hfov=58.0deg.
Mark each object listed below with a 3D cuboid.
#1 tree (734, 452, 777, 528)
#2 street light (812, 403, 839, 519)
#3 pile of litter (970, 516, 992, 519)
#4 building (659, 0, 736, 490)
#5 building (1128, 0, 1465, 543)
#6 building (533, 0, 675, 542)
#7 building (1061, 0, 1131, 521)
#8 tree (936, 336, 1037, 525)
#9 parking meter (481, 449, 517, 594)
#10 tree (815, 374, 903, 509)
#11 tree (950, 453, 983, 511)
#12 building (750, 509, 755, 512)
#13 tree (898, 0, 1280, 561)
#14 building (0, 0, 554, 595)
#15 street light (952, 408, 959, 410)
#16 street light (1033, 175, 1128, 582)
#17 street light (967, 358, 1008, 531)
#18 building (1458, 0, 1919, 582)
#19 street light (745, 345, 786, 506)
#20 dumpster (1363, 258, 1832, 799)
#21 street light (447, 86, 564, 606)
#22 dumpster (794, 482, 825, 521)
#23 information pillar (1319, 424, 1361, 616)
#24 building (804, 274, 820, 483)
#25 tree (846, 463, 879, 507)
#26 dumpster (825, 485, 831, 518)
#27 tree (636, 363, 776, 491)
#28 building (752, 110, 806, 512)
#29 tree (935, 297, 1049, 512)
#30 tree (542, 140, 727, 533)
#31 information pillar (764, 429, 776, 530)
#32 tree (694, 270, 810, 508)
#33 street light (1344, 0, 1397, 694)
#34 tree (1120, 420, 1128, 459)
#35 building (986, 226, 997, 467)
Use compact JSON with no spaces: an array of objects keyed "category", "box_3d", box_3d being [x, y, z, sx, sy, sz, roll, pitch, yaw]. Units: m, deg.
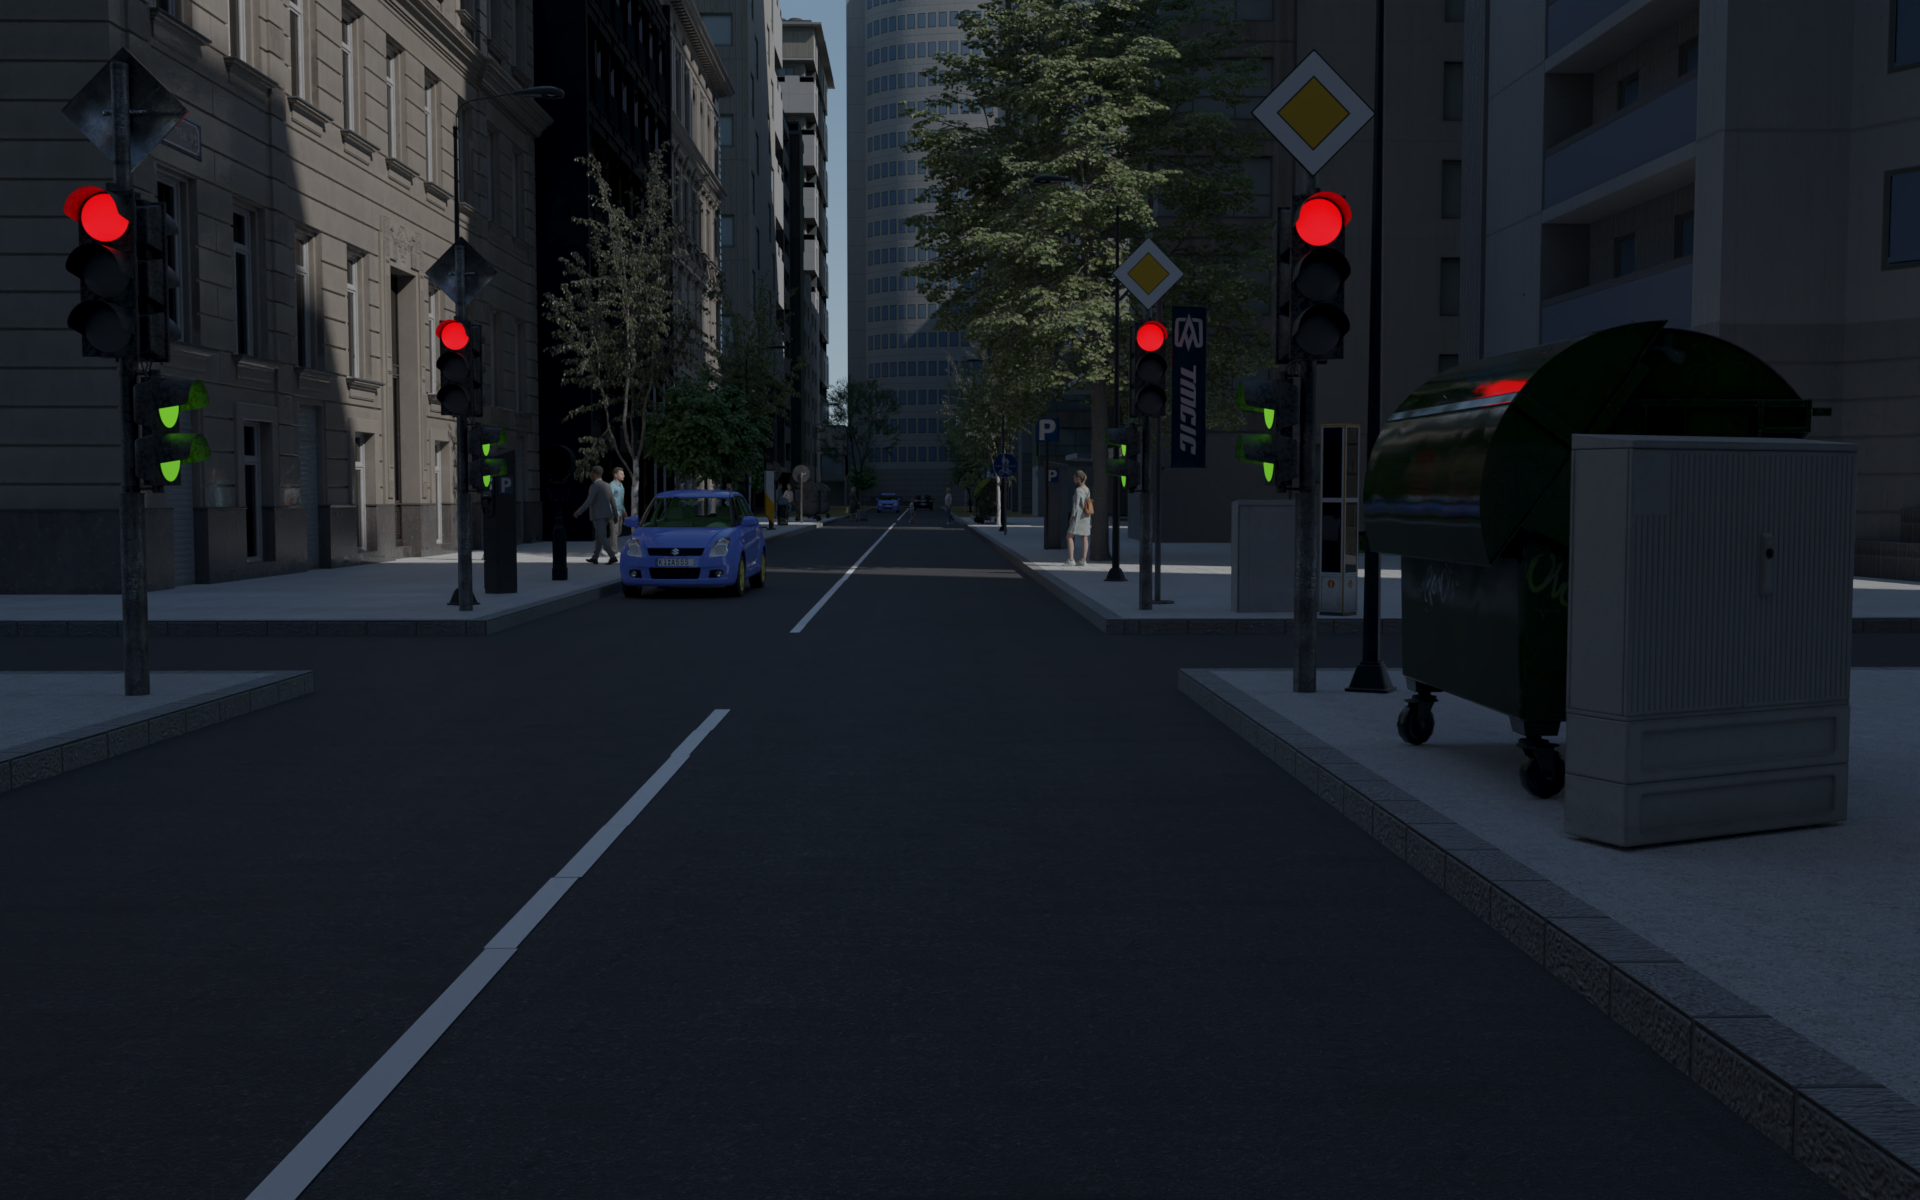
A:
[{"category":"tree","box_3d":[-7.681,-4.330,65.399,1.663,3.219,1.824,0,3,0]},{"category":"street light","box_3d":[-6.851,-7.079,88.275,1.470,5.913,1.316,0,4,-1]},{"category":"pile of litter","box_3d":[1.081,-4.553,88.413,1.176,0.858,1.719,1,4,9]},{"category":"building","box_3d":[-15.826,-14.854,71.741,11.050,23.489,19.941,0,4,-1]},{"category":"building","box_3d":[11.884,-22.488,51.280,14.154,41.232,14.086,0,4,-1]},{"category":"building","box_3d":[-16.258,-13.712,53.876,12.332,23.373,15.834,0,4,-1]},{"category":"building","box_3d":[19.111,-30.006,79.830,28.713,52.752,27.495,0,4,-1]},{"category":"tree","box_3d":[1.396,-7.351,70.551,4.360,8.622,3.978,0,3,0]},{"category":"parking meter","box_3d":[-5.946,-1.017,22.345,0.255,1.863,0.399,3,4,36]},{"category":"tree","box_3d":[-8.722,-13.644,148.834,9.928,11.665,9.643,0,3,0]},{"category":"tree","box_3d":[0.883,-8.885,128.985,4.285,4.588,4.351,0,3,0]},{"category":"building","box_3d":[-25.199,-31.644,106.620,28.713,52.752,27.495,0,4,-1]},{"category":"tree","box_3d":[2.283,-7.033,33.110,7.486,12.596,7.792,0,3,0]},{"category":"building","box_3d":[-16.506,-14.431,33.212,12.463,27.353,25.104,0,4,-1]},{"category":"street light","box_3d":[0.296,-7.402,93.570,1.470,5.913,1.316,0,4,-1]},{"category":"street light","box_3d":[1.756,-3.231,25.367,1.470,5.913,1.316,0,4,-1]},{"category":"street light","box_3d":[0.946,-5.314,59.430,1.470,5.913,1.316,0,4,-1]},{"category":"building","box_3d":[25.856,-29.879,30.517,28.212,58.520,21.231,0,4,-1]},{"category":"street light","box_3d":[-6.113,-4.989,54.116,1.470,5.913,1.316,0,4,-1]},{"category":"dumpster","box_3d":[2.850,-0.338,8.024,1.502,2.255,1.985,0,4,-1]},{"category":"street light","box_3d":[-5.210,-2.896,19.889,1.470,5.913,1.316,0,4,-1]},{"category":"dumpster","box_3d":[-7.213,-4.676,82.216,1.264,1.857,1.865,0,4,-1]},{"category":"information pillar","box_3d":[4.005,-0.844,18.290,0.304,2.012,0.304,3,5,43]},{"category":"building","box_3d":[-27.681,-18.860,153.400,28.899,21.520,27.650,0,4,-1]},{"category":"tree","box_3d":[-9.555,-11.391,169.954,4.285,4.588,4.351,0,3,0]},{"category":"dumpster","box_3d":[-7.514,-5.275,92.011,1.264,1.857,1.865,0,4,-1]},{"category":"tree","box_3d":[-6.353,-3.648,43.360,4.285,4.588,4.351,0,3,0]},{"category":"building","box_3d":[-18.991,-21.817,128.414,14.160,30.474,14.107,0,4,-1]},{"category":"tree","box_3d":[1.591,-7.017,65.088,4.737,8.622,4.395,0,3,0]},{"category":"tree","box_3d":[-6.936,-5.281,36.707,4.360,8.622,3.978,0,3,0]},{"category":"information pillar","box_3d":[-6.815,-4.316,61.925,0.183,3.616,0.504,2,4,29]},{"category":"tree","box_3d":[-7.043,-6.558,57.582,4.737,8.622,4.395,0,3,0]},{"category":"street light","box_3d":[2.140,-2.359,11.116,1.470,5.913,1.316,0,4,-1]},{"category":"tree","box_3d":[7.135,-4.817,62.474,4.285,4.588,4.351,0,3,0]},{"category":"building","box_3d":[9.357,-23.778,160.473,14.160,30.474,14.107,0,4,-1]}]
